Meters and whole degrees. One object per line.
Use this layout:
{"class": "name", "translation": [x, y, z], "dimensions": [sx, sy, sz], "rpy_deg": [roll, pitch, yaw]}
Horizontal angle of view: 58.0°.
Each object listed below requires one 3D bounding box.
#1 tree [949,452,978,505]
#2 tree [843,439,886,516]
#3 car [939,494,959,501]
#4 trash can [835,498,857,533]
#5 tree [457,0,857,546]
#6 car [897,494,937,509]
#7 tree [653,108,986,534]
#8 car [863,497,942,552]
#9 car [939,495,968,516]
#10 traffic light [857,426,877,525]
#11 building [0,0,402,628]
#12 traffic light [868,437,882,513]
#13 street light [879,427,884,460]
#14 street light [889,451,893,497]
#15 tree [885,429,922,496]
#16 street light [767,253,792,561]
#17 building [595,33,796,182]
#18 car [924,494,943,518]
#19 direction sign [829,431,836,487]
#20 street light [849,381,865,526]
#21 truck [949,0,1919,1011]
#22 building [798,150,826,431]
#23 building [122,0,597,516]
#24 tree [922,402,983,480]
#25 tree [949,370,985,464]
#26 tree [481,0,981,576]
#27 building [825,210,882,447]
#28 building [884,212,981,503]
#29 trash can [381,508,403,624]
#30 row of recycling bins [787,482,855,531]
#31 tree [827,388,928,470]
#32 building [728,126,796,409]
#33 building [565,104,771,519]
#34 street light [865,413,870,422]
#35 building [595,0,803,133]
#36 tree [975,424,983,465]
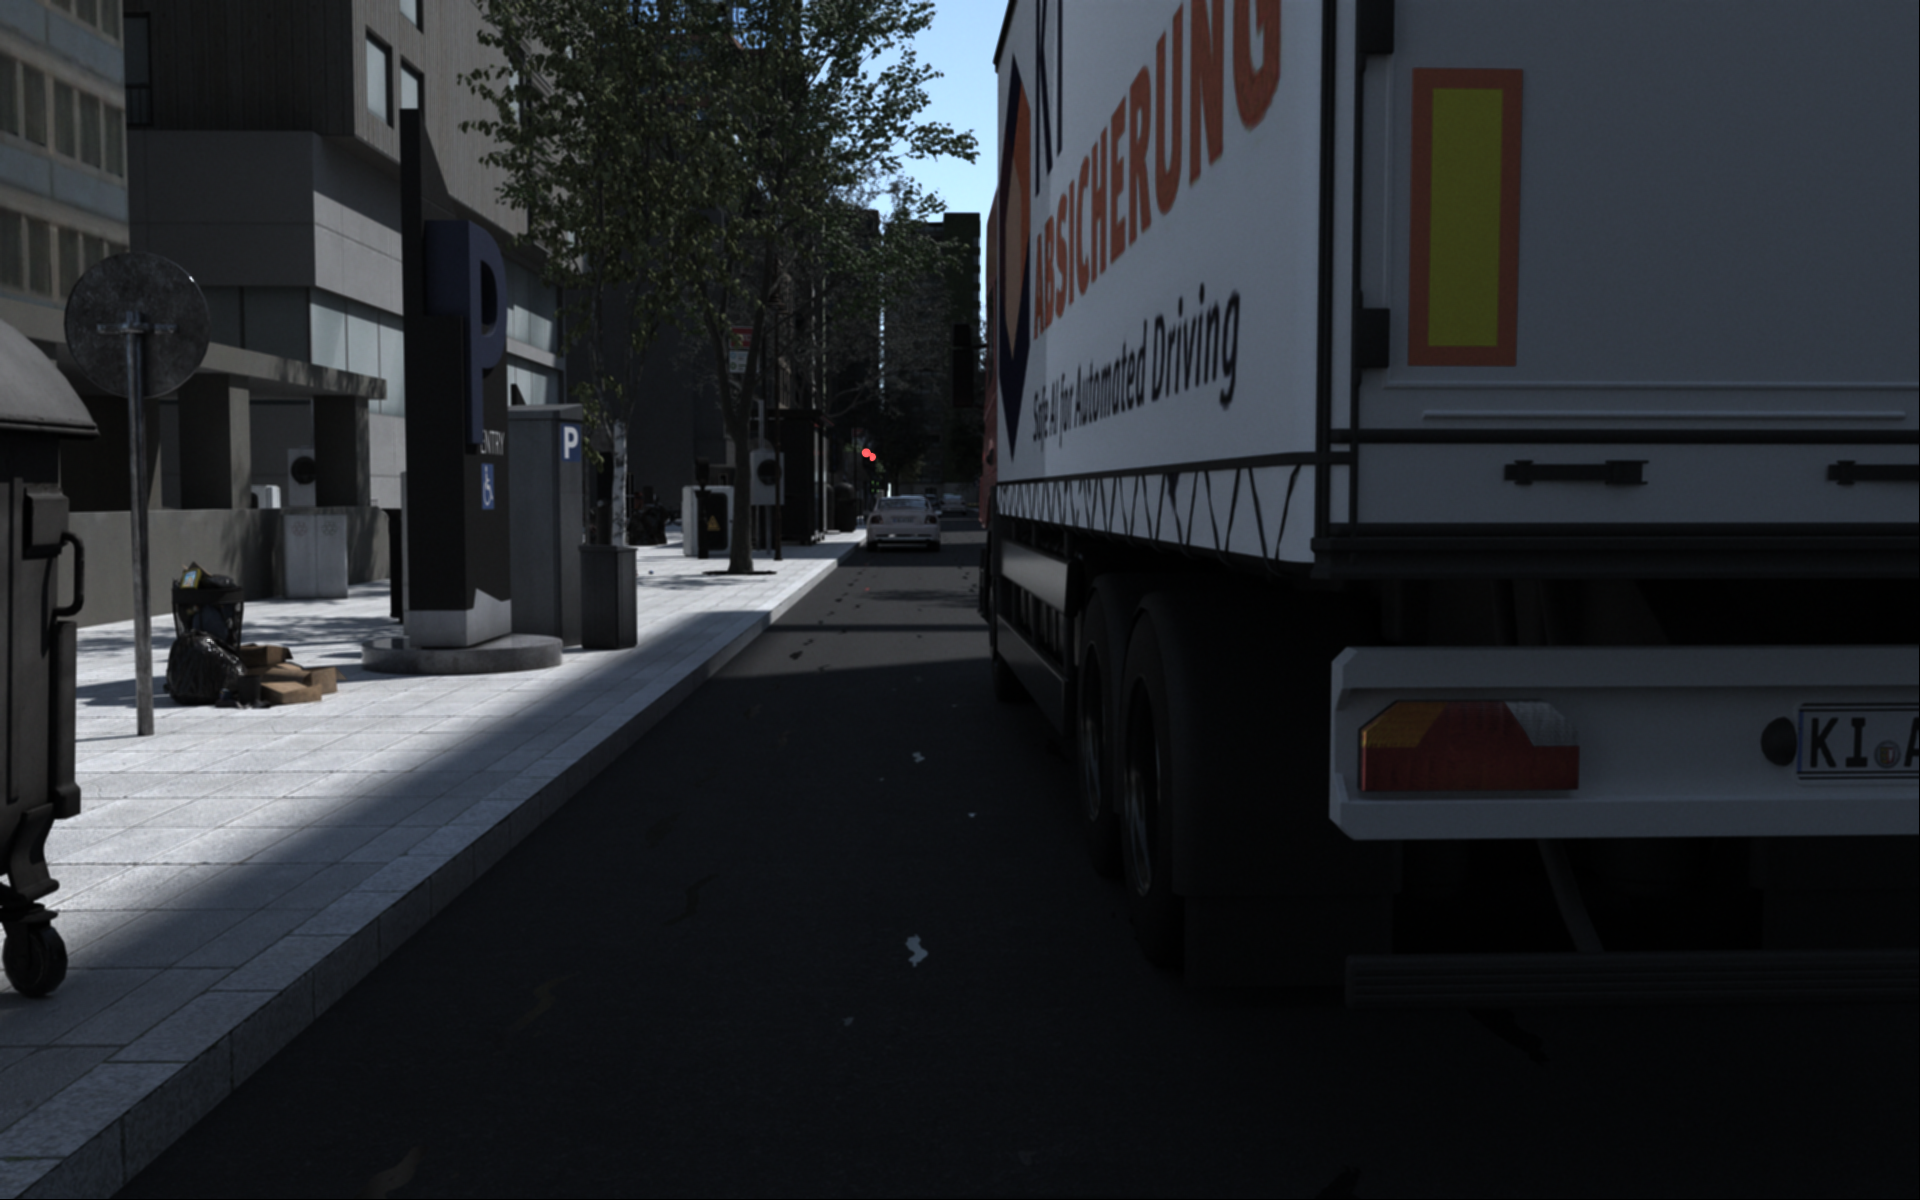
{"class": "tree", "translation": [0.880, -16.213, 215.441], "dimensions": [4.360, 8.622, 3.978], "rpy_deg": [0, 3, 0]}
{"class": "tree", "translation": [-6.029, -7.209, 101.581], "dimensions": [4.285, 4.588, 4.351], "rpy_deg": [0, 3, 0]}
{"class": "car", "translation": [-0.715, -7.944, 138.683], "dimensions": [1.959, 1.807, 4.718], "rpy_deg": [0, 4, 0]}
{"class": "trash can", "translation": [-3.796, -2.826, 57.851], "dimensions": [0.748, 1.137, 0.748], "rpy_deg": [0, 3, 0]}
{"class": "tree", "translation": [-3.443, -4.148, 18.186], "dimensions": [4.737, 8.622, 4.395], "rpy_deg": [0, 3, 0]}
{"class": "car", "translation": [-1.922, -3.651, 69.484], "dimensions": [2.009, 1.686, 4.222], "rpy_deg": [0, 4, -2]}
{"class": "tree", "translation": [-4.585, -8.871, 55.407], "dimensions": [12.009, 13.543, 11.850], "rpy_deg": [0, 3, 0]}
{"class": "car", "translation": [-1.475, -1.973, 44.624], "dimensions": [2.083, 1.381, 4.827], "rpy_deg": [0, 4, -3]}
{"class": "car", "translation": [-0.494, -6.399, 116.988], "dimensions": [2.083, 1.381, 4.827], "rpy_deg": [0, 4, -1]}
{"class": "traffic light", "translation": [-3.850, -5.066, 71.750], "dimensions": [0.839, 4.253, 0.868], "rpy_deg": [0, 4, -1]}
{"class": "building", "translation": [-24.623, -20.020, 19.209], "dimensions": [32.217, 40.220, 23.993], "rpy_deg": [0, 4, -1]}
{"class": "traffic light", "translation": [-4.029, -5.554, 79.733], "dimensions": [0.839, 4.253, 0.868], "rpy_deg": [0, 4, -1]}
{"class": "street light", "translation": [-5.310, -8.791, 116.527], "dimensions": [0.468, 5.910, 1.993], "rpy_deg": [0, 4, -1]}
{"class": "street light", "translation": [-6.080, -10.995, 152.563], "dimensions": [0.468, 5.910, 1.993], "rpy_deg": [0, 4, -1]}
{"class": "tree", "translation": [-7.640, -18.270, 216.834], "dimensions": [7.486, 12.596, 7.792], "rpy_deg": [0, 3, 0]}
{"class": "street light", "translation": [-3.520, -3.703, 33.340], "dimensions": [0.468, 5.910, 1.993], "rpy_deg": [0, 4, -1]}
{"class": "building", "translation": [-26.022, -31.417, 168.290], "dimensions": [22.147, 44.769, 28.867], "rpy_deg": [0, 4, -1]}
{"class": "car", "translation": [-2.029, -5.591, 103.416], "dimensions": [2.014, 1.417, 4.499], "rpy_deg": [0, 4, 0]}
{"class": "direction sign", "translation": [-4.623, -4.331, 62.806], "dimensions": [0.379, 3.537, 0.876], "rpy_deg": [-1, 4, -20]}
{"class": "street light", "translation": [-4.195, -5.908, 69.378], "dimensions": [0.468, 5.910, 1.993], "rpy_deg": [0, 4, -1]}
{"class": "truck", "translation": [1.549, -1.203, 8.590], "dimensions": [2.839, 4.237, 11.283], "rpy_deg": [0, 4, -3]}
{"class": "building", "translation": [-22.197, -31.008, 190.577], "dimensions": [14.154, 41.232, 14.086], "rpy_deg": [0, 4, -1]}
{"class": "building", "translation": [-25.714, -28.039, 47.674], "dimensions": [27.495, 52.752, 28.713], "rpy_deg": [0, 4, -1]}
{"class": "tree", "translation": [1.735, -14.816, 160.370], "dimensions": [7.486, 12.596, 7.792], "rpy_deg": [0, 3, 0]}
{"class": "tree", "translation": [2.716, -10.748, 110.140], "dimensions": [7.601, 10.594, 8.767], "rpy_deg": [0, 4, 5]}
{"class": "tree", "translation": [-3.541, -6.203, 27.169], "dimensions": [9.928, 11.665, 9.643], "rpy_deg": [0, 3, 0]}
{"class": "building", "translation": [-26.106, -36.822, 256.656], "dimensions": [28.867, 44.769, 22.147], "rpy_deg": [0, 4, -1]}
{"class": "building", "translation": [-4.152, -34.837, 253.175], "dimensions": [14.086, 41.232, 14.154], "rpy_deg": [0, 4, -1]}
{"class": "trash can", "translation": [-5.372, -0.344, 17.279], "dimensions": [0.748, 1.137, 0.748], "rpy_deg": [0, 3, 0]}
{"class": "row of recycling bins", "translation": [-5.227, -3.285, 60.828], "dimensions": [3.534, 1.692, 1.069], "rpy_deg": [-2, 4, -35]}
{"class": "tree", "translation": [-6.881, -12.950, 146.143], "dimensions": [8.767, 10.594, 7.601], "rpy_deg": [-1, 4, -14]}
{"class": "building", "translation": [-23.588, -20.152, 133.999], "dimensions": [19.350, 26.468, 34.151], "rpy_deg": [0, 4, -1]}
{"class": "building", "translation": [-19.388, -17.291, 101.778], "dimensions": [14.314, 24.678, 30.058], "rpy_deg": [0, 4, -1]}
{"class": "street light", "translation": [-4.442, -6.588, 80.493], "dimensions": [0.468, 5.910, 1.993], "rpy_deg": [0, 4, -1]}
{"class": "building", "translation": [-31.147, -54.895, 210.197], "dimensions": [31.000, 86.520, 22.319], "rpy_deg": [0, 4, -1]}
{"class": "tree", "translation": [3.079, -11.433, 137.292], "dimensions": [4.737, 8.622, 4.395], "rpy_deg": [0, 3, 0]}
